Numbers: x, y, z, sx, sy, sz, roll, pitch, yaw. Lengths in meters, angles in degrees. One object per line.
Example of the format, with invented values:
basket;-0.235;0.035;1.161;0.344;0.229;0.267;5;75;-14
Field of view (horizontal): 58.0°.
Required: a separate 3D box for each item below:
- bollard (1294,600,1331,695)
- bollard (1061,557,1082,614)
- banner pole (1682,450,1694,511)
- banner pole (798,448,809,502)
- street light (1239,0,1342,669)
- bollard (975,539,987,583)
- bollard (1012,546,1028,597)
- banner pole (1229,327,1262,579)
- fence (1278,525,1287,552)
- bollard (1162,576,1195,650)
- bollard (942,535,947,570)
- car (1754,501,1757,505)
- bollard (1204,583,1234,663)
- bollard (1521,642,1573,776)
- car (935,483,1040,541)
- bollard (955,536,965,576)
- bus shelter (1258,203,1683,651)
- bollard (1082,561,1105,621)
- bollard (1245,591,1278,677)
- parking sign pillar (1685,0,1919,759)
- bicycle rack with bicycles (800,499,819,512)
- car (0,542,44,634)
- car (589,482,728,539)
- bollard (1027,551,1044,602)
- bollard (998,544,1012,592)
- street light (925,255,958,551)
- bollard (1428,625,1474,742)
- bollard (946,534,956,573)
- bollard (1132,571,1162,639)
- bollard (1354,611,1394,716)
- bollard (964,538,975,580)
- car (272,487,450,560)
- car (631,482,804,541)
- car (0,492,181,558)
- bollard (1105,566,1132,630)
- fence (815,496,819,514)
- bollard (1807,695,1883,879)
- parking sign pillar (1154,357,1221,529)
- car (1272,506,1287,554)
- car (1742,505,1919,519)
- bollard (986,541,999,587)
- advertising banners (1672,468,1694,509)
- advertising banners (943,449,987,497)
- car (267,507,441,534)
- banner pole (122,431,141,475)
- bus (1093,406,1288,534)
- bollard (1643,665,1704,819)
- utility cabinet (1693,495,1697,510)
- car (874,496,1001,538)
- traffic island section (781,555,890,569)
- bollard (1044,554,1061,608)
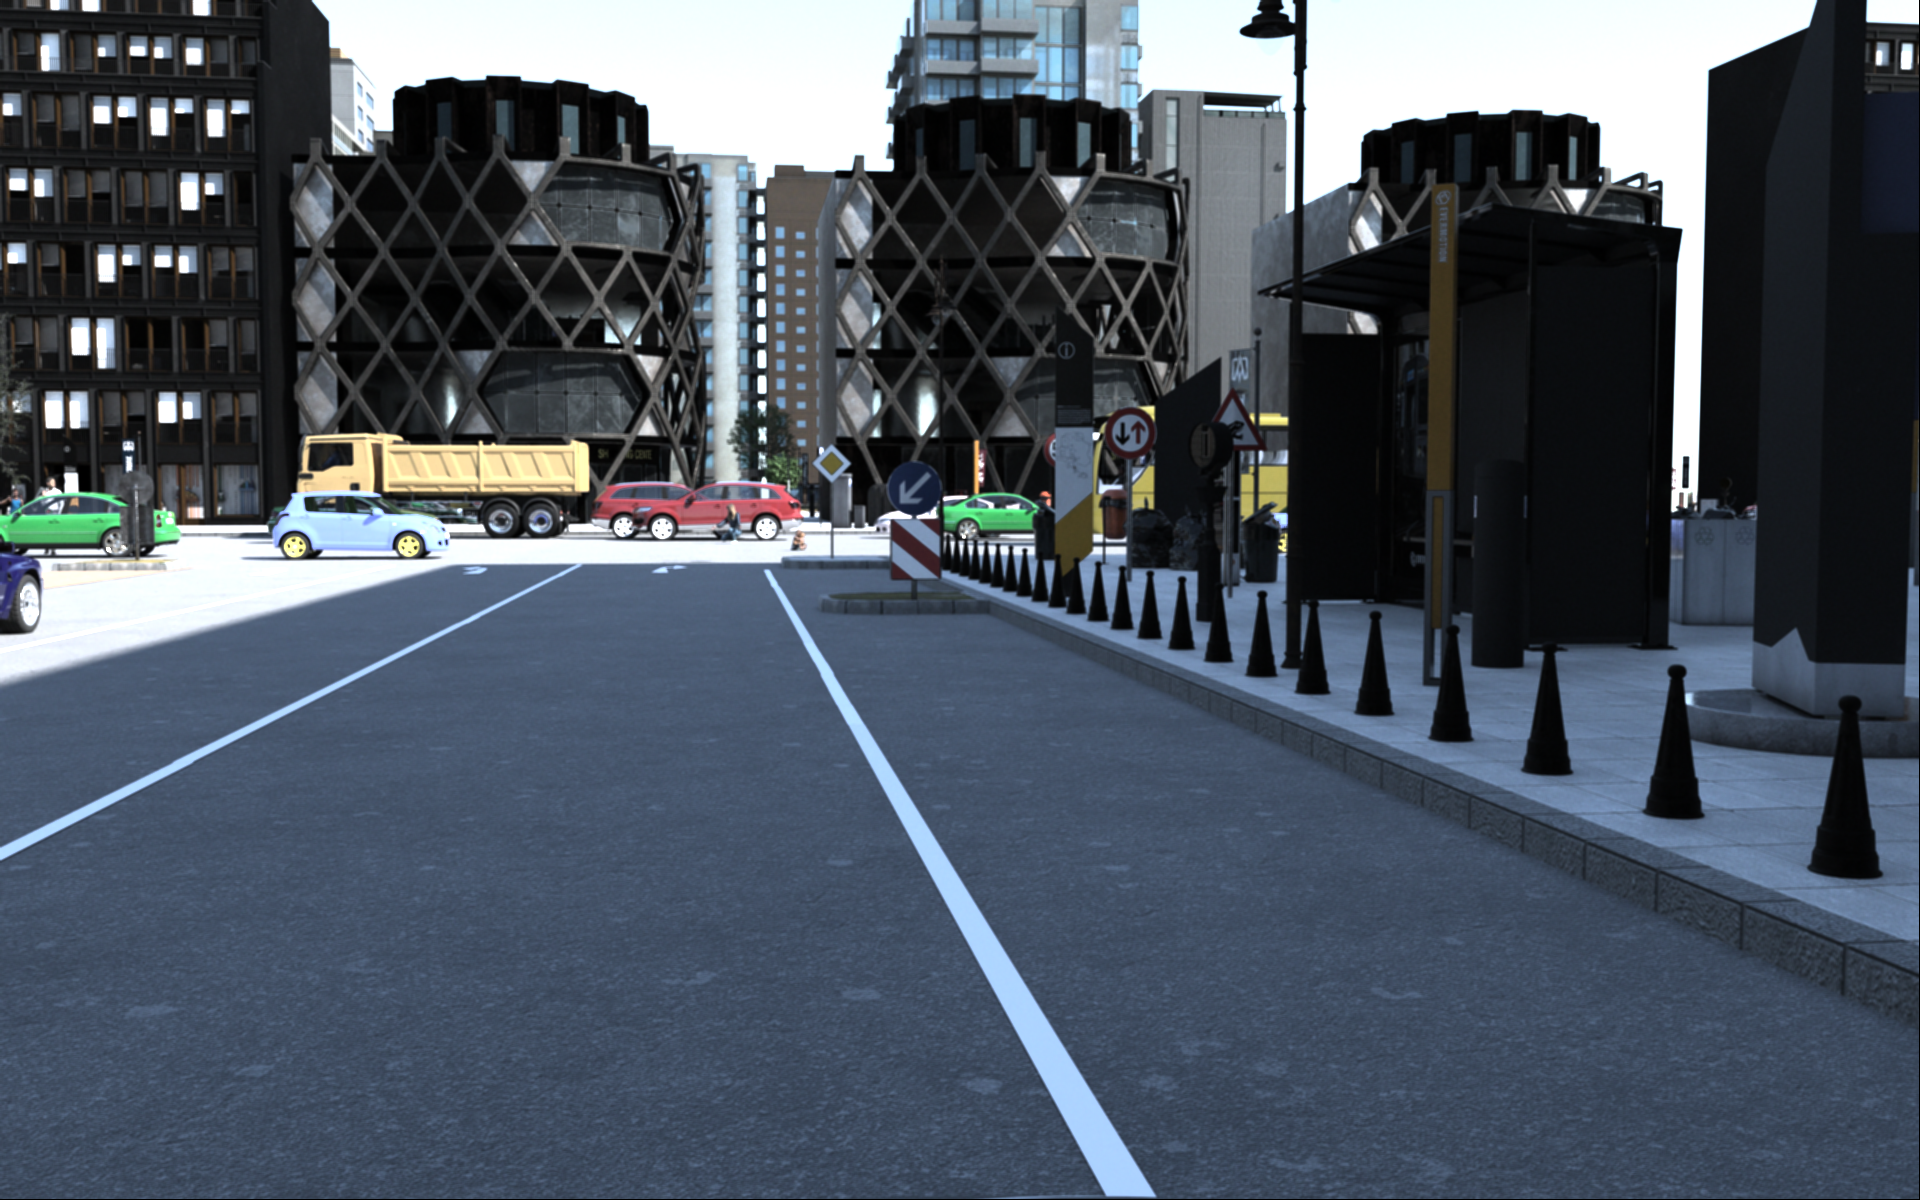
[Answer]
bollard;2.275;0.299;11.159;0.229;0.601;0.229;0;3;0
bollard;1.251;-0.156;18.596;0.229;0.601;0.229;0;3;0
banner pole;41.732;-6.681;99.252;0.863;3.779;0.401;0;4;-7
banner pole;-8.490;-6.332;93.544;0.401;3.779;0.863;3;5;44
street light;2.461;-2.436;12.611;0.468;5.910;1.993;0;4;-8
bollard;0.379;-0.545;24.951;0.229;0.601;0.229;0;3;0
bollard;0.815;-0.350;21.771;0.229;0.601;0.229;0;3;0
banner pole;4.344;-2.218;26.284;0.401;3.779;0.863;-2;4;-33
fence;6.570;-1.137;33.970;2.069;0.683;0.278;-3;5;-43
bollard;1.837;0.104;14.344;0.229;0.601;0.229;0;3;0
bollard;-0.201;-0.804;29.184;0.229;0.601;0.229;0;3;0
car;28.282;-2.951;57.833;3.694;1.707;1.945;-1;4;-9
bollard;1.985;0.169;13.275;0.229;0.601;0.229;0;3;0
bollard;2.712;0.493;7.983;0.229;0.601;0.229;0;3;0
car;1.478;-2.754;53.822;4.718;1.807;1.959;0;4;-7
bollard;0.091;-0.674;27.068;0.229;0.601;0.229;0;3;0
bus shelter;4.717;-1.586;17.207;1.731;3.624;6.357;0;4;-8
bollard;1.400;-0.091;17.529;0.229;0.601;0.229;0;3;0
bollard;2.129;0.234;12.217;0.229;0.601;0.229;0;3;0
parking sign pillar;4.532;-1.255;8.992;1.447;3.967;1.447;1;4;12
bicycle rack with bicycles;-10.056;-6.693;122.817;2.925;0.926;2.852;3;5;40
car;-10.276;-0.243;16.552;1.945;1.354;3.894;0;4;-7
car;-9.248;-2.888;55.898;5.304;1.827;2.281;0;4;-6
bollard;0.964;-0.286;20.713;0.229;0.601;0.229;0;3;0
bollard;0.671;-0.415;22.829;0.229;0.601;0.229;0;3;0
street light;-0.364;-3.728;33.735;0.468;5.910;1.993;0;4;-8
bollard;2.568;0.428;9.042;0.229;0.601;0.229;0;3;0
bollard;-0.052;-0.739;28.126;0.229;0.601;0.229;0;3;0
bollard;1.690;0.039;15.406;0.229;0.601;0.229;0;3;0
bollard;2.420;0.363;10.100;0.229;0.601;0.229;0;3;0
bollard;0.234;-0.610;26.009;0.229;0.601;0.229;0;3;0
car;-13.250;-1.764;38.426;3.694;1.707;1.945;-1;4;-9
car;-7.519;-2.757;53.745;5.304;1.827;2.281;0;4;-7
car;-20.305;-1.867;39.325;4.718;1.807;1.959;-1;4;-9
bollard;1.544;-0.026;16.471;0.229;0.601;0.229;0;3;0
fence;-9.238;-6.369;115.330;0.480;1.192;2.264;1;4;22
bollard;3.004;0.623;5.863;0.229;0.601;0.229;0;3;0
parking sign pillar;4.495;-2.802;34.292;1.447;3.967;1.447;0;4;6
car;8.653;-1.962;41.662;3.694;1.707;1.945;0;4;-8
car;23.545;-2.306;46.368;5.304;1.827;2.281;-1;4;-9
bollard;0.524;-0.480;23.893;0.229;0.601;0.229;0;3;0
advertising banners;48.664;-7.373;116.737;2.074;3.025;0.090;-1;4;-23
advertising banners;0.019;-4.311;66.676;2.074;3.025;0.090;0;4;3
car;-17.757;-2.396;50.971;4.920;1.459;2.131;0;4;-7
banner pole;-32.941;-4.835;69.064;0.863;3.779;0.401;-2;4;-28
bus;8.899;-3.512;48.973;12.252;3.916;2.896;-1;4;-9
bollard;2.859;0.558;6.921;0.229;0.601;0.229;0;3;0
utility cabinet;52.125;-6.807;122.461;1.020;1.237;0.306;-1;4;-10
car;-0.396;-2.705;56.587;4.827;1.381;2.083;-1;4;-9
traffic island section;-2.524;-0.746;34.479;2.009;0.180;2.903;0;4;-8
bollard;1.111;-0.221;19.655;0.229;0.601;0.229;0;3;0
